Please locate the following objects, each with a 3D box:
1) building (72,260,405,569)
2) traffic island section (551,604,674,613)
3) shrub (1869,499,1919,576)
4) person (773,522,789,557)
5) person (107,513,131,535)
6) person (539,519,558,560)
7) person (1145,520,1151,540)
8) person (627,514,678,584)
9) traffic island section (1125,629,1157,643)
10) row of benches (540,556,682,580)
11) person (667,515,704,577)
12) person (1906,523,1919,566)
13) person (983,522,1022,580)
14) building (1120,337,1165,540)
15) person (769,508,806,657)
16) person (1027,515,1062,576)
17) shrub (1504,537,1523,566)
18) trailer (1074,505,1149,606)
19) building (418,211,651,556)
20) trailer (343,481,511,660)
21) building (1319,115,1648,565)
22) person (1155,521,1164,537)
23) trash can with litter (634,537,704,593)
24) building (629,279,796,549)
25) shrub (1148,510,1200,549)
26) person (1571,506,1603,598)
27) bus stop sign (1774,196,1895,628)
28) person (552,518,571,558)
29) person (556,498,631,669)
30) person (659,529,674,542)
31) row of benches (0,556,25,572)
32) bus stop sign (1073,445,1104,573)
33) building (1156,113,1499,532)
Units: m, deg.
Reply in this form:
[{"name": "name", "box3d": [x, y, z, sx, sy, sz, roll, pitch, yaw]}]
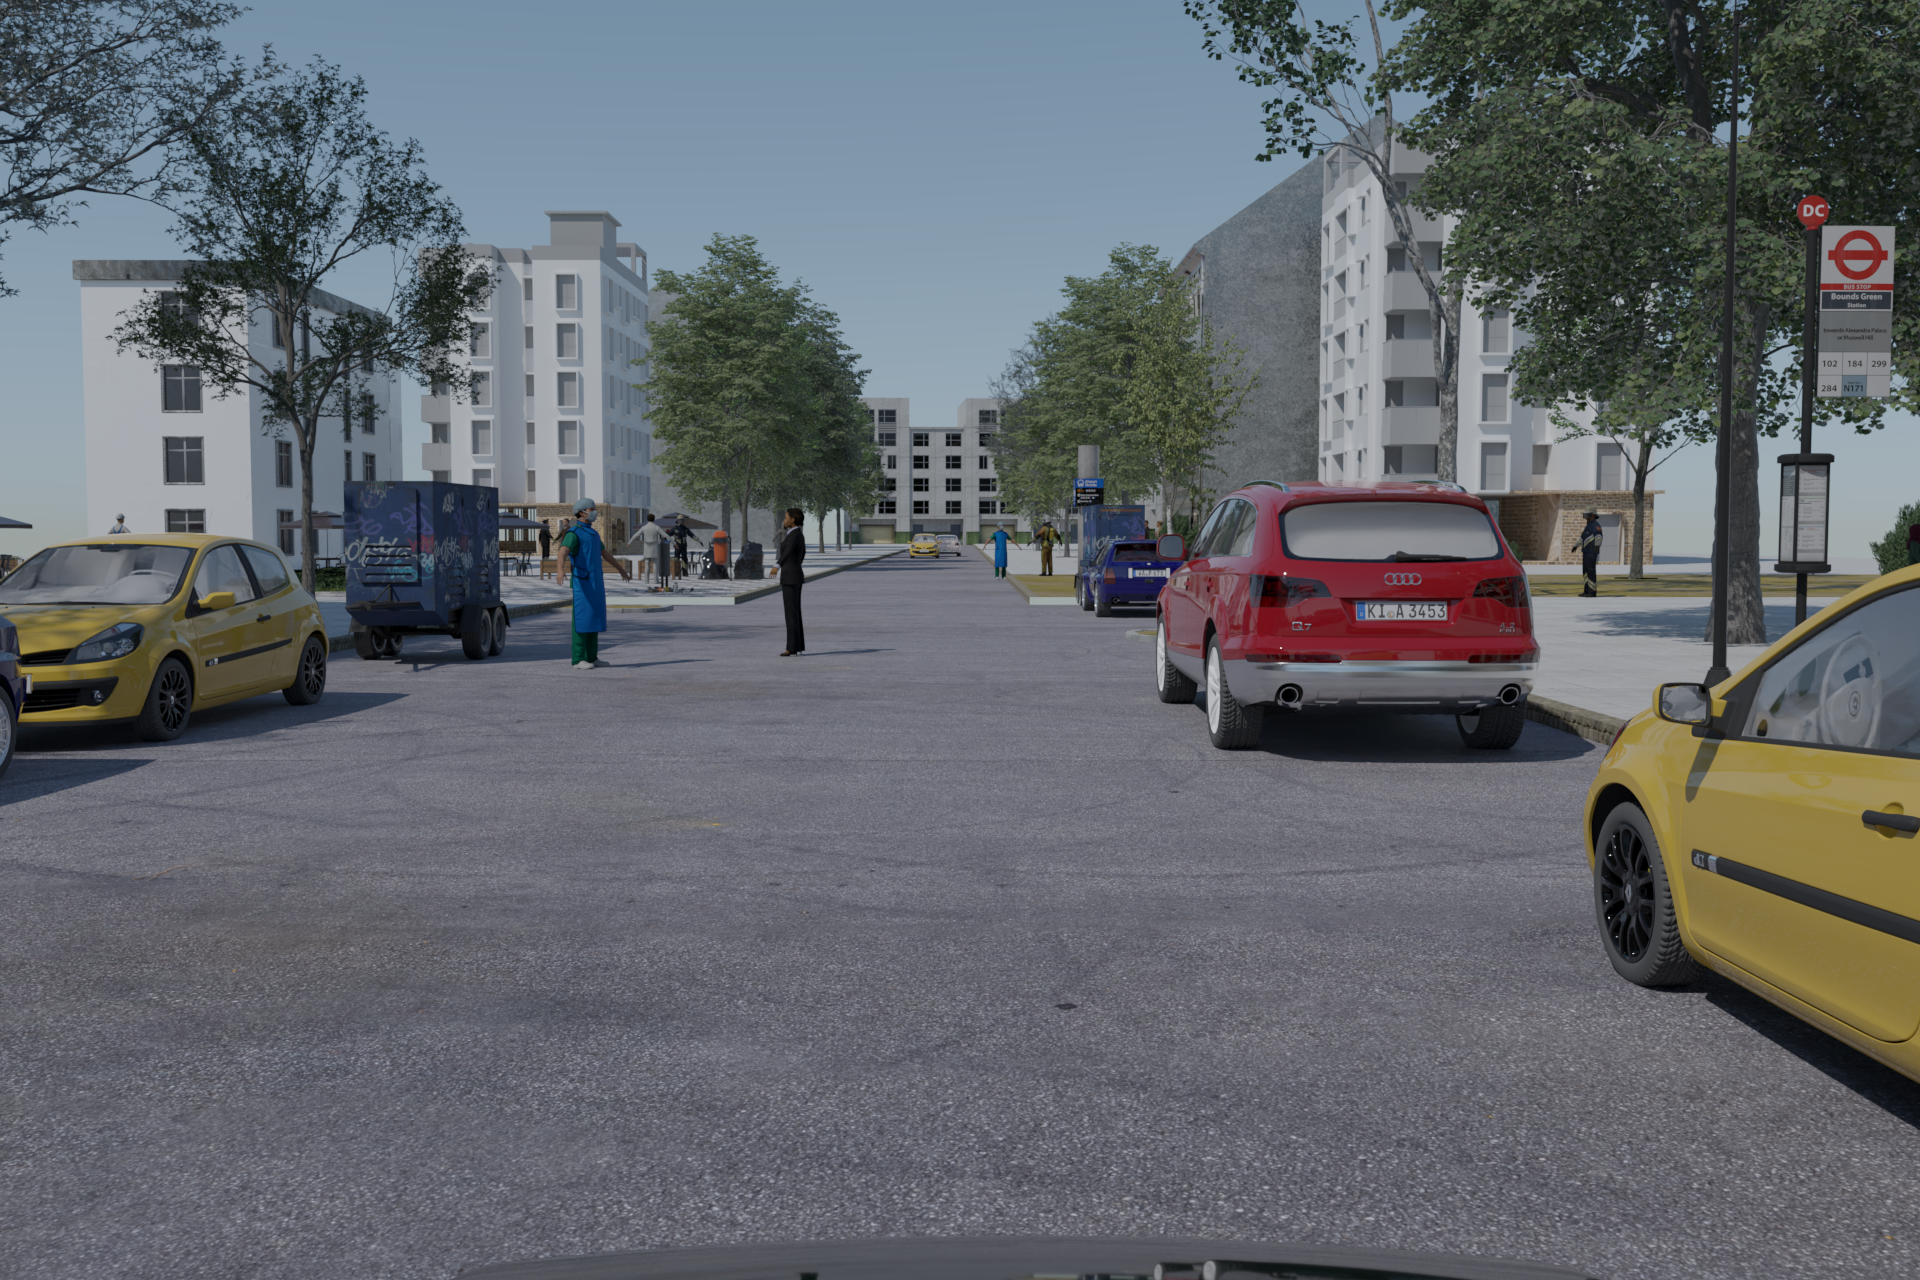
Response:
[{"name": "building", "box3d": [-26.529, -7.648, 67.190, 9.099, 9.664, 28.070, 0, 4, -1]}, {"name": "traffic island section", "box3d": [-6.412, -0.575, 32.273, 1.991, 0.108, 1.994, 0, 4, 0]}, {"name": "shrub", "box3d": [20.222, -1.972, 36.660, 1.690, 2.028, 1.600, 0, 3, 0]}, {"name": "person", "box3d": [-7.445, -4.124, 73.553, 1.348, 1.813, 0.705, -3, 5, -43]}, {"name": "person", "box3d": [-22.878, -2.533, 47.274, 1.347, 1.847, 0.705, 1, 4, 16]}, {"name": "person", "box3d": [-15.007, -3.482, 62.867, 0.705, 1.837, 1.347, -3, 5, -40]}, {"name": "person", "box3d": [6.900, -3.564, 64.494, 0.704, 1.802, 1.346, 0, 4, -6]}, {"name": "person", "box3d": [-7.960, -2.358, 44.743, 1.347, 1.806, 0.705, 0, 4, 3]}, {"name": "traffic island section", "box3d": [3.287, -0.050, 23.678, 1.991, 0.108, 1.994, 0, 4, 1]}, {"name": "row of benches", "box3d": [-9.744, -2.035, 48.729, 4.104, 0.672, 1.422, 1, 4, 9]}, {"name": "person", "box3d": [-8.361, -2.819, 51.868, 1.354, 1.856, 0.705, -1, 4, -22]}, {"name": "person", "box3d": [14.042, -0.986, 25.335, 0.599, 1.438, 0.989, 2, 4, 25]}, {"name": "person", "box3d": [1.298, -2.805, 54.438, 1.347, 1.817, 0.704, -1, 4, -23]}, {"name": "building", "box3d": [24.508, -17.843, 158.189, 16.747, 18.905, 31.486, 0, 3, 0]}, {"name": "person", "box3d": [-2.039, -0.685, 20.376, 0.721, 1.740, 1.216, 0, 4, 8]}, {"name": "person", "box3d": [2.634, -2.875, 52.772, 1.354, 1.858, 0.705, -3, 4, -36]}, {"name": "shrub", "box3d": [14.598, -2.154, 46.337, 1.383, 1.207, 1.383, 0, 3, 0]}, {"name": "trailer", "box3d": [3.074, -1.747, 35.607, 1.471, 1.999, 3.904, 0, 4, -1]}, {"name": "building", "box3d": [-25.659, -15.065, 102.733, 16.016, 20.090, 11.380, 0, 3, 0]}, {"name": "trailer", "box3d": [-6.126, -0.752, 19.340, 1.471, 1.999, 3.904, 0, 3, 0]}, {"name": "building", "box3d": [22.862, -13.941, 84.348, 16.016, 20.090, 11.380, 0, 4, 0]}, {"name": "person", "box3d": [6.609, -3.143, 58.189, 0.721, 1.733, 1.217, 1, 4, 19]}, {"name": "trash can with litter", "box3d": [-6.427, -1.692, 38.721, 1.678, 1.210, 2.233, 0, 4, 1]}, {"name": "building", "box3d": [-25.087, -20.016, 158.191, 19.493, 23.208, 18.063, 0, 4, 1]}, {"name": "shrub", "box3d": [6.289, -2.826, 50.632, 1.690, 2.028, 1.600, 0, 3, 0]}, {"name": "person", "box3d": [12.724, -1.785, 35.057, 0.704, 1.845, 1.351, 0, 4, 0]}, {"name": "bus stop sign", "box3d": [6.944, -1.533, 13.766, 0.855, 3.939, 0.416, 0, 3, 0]}, {"name": "person", "box3d": [-13.182, -3.167, 57.924, 1.346, 1.812, 0.704, 3, 5, 43]}, {"name": "person", "box3d": [-3.963, -0.606, 18.490, 0.704, 1.817, 1.347, 1, 4, 20]}, {"name": "person", "box3d": [-11.439, -3.713, 66.854, 1.345, 1.843, 0.704, -1, 4, -9]}, {"name": "row of benches", "box3d": [-26.849, -2.186, 51.197, 4.104, 0.672, 1.422, -1, 4, -12]}, {"name": "bus stop sign", "box3d": [3.822, -3.825, 51.551, 0.837, 3.901, 0.837, 0, 4, 0]}, {"name": "building", "box3d": [21.977, -16.432, 99.584, 19.493, 23.208, 18.063, 0, 4, 0]}]
